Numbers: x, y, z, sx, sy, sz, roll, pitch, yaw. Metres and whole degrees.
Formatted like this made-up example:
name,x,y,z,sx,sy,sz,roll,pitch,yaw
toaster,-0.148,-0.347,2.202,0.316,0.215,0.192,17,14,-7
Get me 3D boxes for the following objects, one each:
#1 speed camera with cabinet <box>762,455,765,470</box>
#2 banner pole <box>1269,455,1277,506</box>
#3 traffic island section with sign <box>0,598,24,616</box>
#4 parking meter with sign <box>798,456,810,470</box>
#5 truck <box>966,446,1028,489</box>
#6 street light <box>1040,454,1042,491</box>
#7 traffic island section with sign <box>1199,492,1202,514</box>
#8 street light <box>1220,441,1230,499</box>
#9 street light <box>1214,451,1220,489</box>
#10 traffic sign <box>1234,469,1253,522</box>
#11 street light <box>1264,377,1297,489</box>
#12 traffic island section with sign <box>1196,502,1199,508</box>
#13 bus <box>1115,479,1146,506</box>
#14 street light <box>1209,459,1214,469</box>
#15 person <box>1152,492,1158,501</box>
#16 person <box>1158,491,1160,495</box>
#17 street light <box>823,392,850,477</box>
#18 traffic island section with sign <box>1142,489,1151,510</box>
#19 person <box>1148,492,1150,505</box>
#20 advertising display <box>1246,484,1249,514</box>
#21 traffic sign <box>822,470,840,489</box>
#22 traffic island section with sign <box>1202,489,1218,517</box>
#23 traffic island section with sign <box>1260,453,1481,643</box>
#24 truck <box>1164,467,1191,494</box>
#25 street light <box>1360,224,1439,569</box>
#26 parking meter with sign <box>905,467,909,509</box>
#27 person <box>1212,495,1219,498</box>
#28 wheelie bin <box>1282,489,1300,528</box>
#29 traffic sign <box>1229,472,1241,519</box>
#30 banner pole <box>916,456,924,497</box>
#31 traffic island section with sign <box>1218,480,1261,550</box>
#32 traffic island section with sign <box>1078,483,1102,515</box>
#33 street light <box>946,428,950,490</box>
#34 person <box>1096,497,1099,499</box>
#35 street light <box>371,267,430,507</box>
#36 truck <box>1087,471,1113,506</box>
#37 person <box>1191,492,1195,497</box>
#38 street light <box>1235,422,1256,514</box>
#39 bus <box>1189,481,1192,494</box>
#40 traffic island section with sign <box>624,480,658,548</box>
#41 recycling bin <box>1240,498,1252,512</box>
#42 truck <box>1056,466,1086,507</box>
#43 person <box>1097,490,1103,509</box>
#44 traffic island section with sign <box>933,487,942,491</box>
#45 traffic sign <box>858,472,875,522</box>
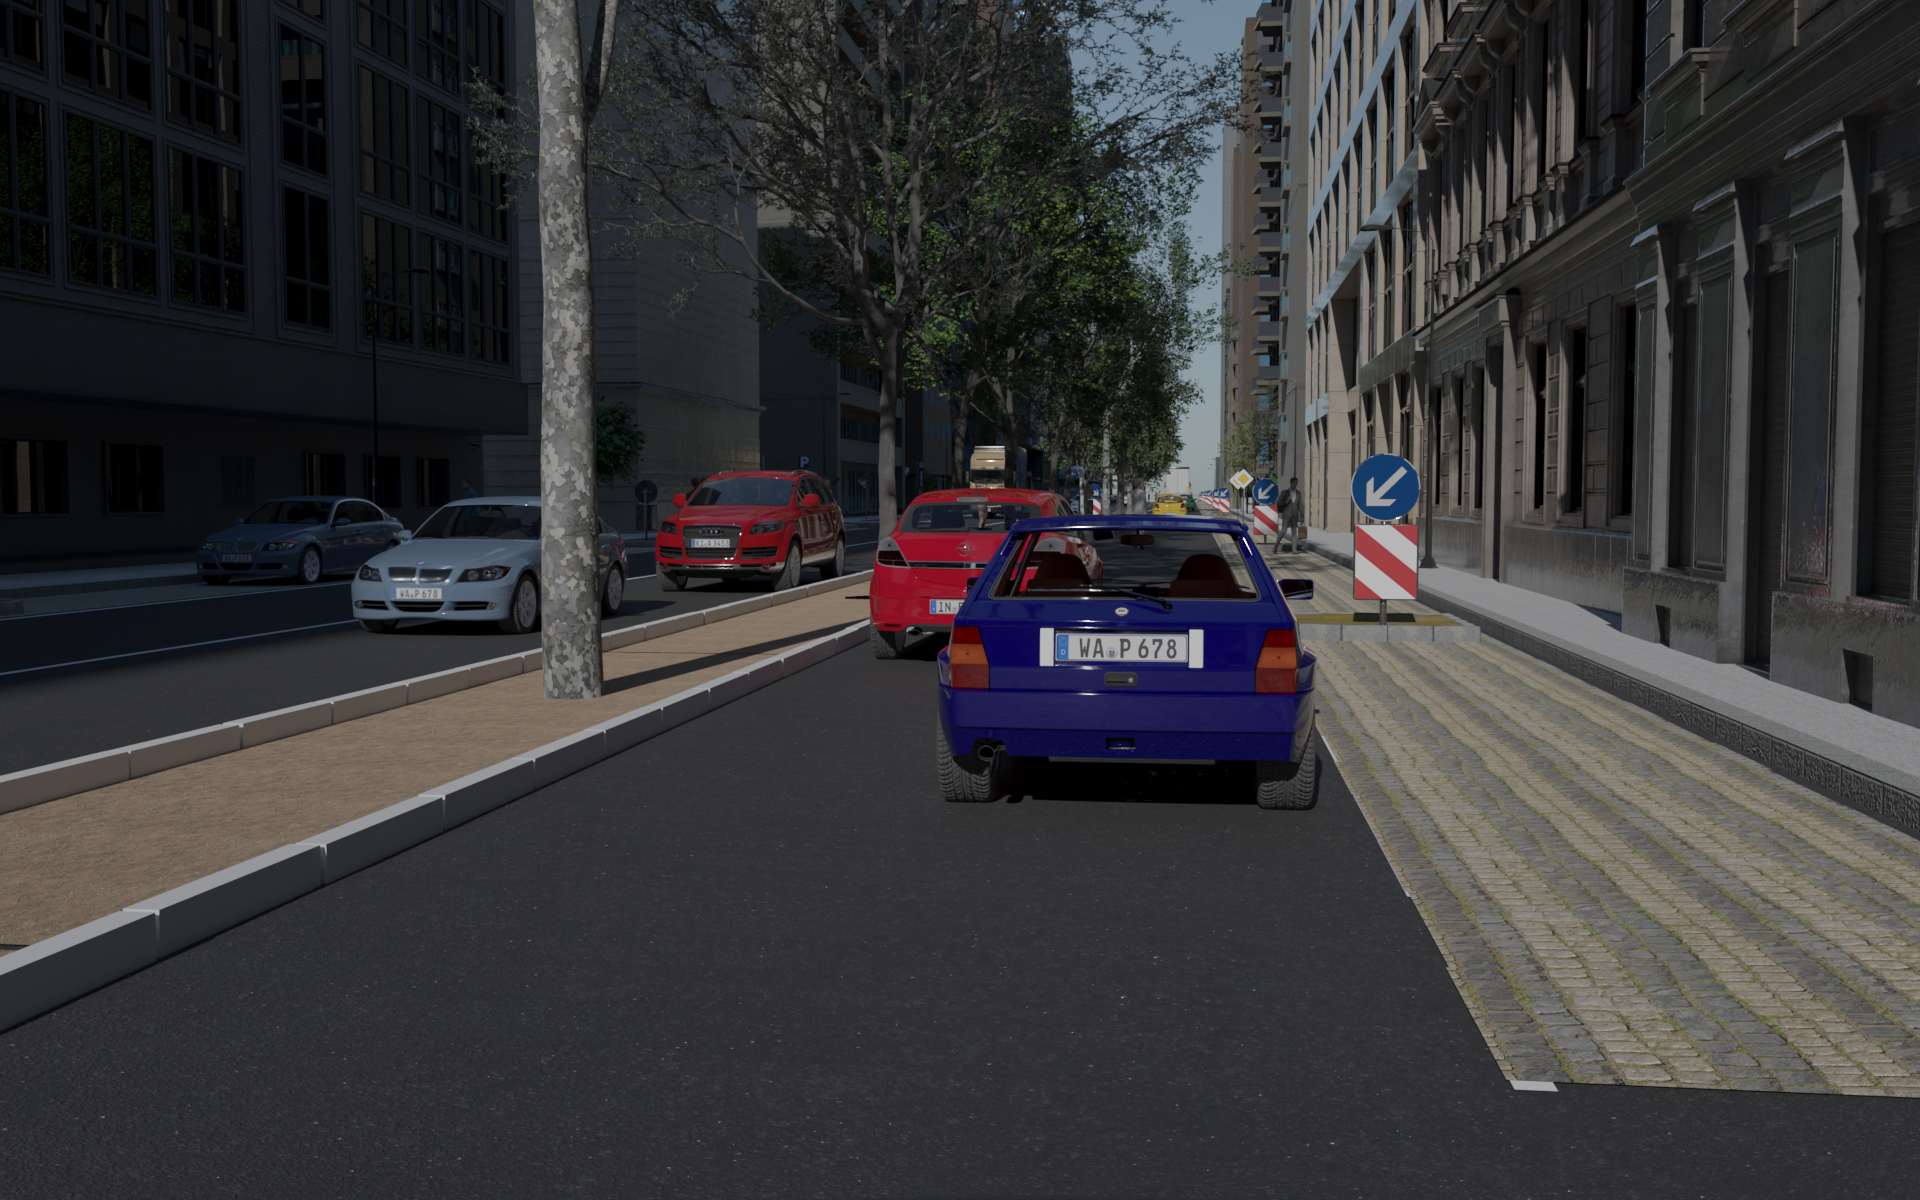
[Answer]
name,x,y,z,sx,sy,sz,roll,pitch,yaw
speed camera with cabinet,-9.234,-5.714,87.751,2.038,3.252,0.660,0,4,7
banner pole,20.002,-7.372,110.546,0.401,3.779,0.863,-2,4,-35
traffic island section with sign,-12.187,-0.709,20.216,1.989,1.847,2.006,0,4,8
parking meter with sign,-7.459,-5.116,79.909,0.543,3.016,1.738,-2,4,-25
truck,2.305,-6.974,102.930,2.839,4.237,11.283,0,4,7
street light,9.598,-13.588,194.711,1.470,5.913,1.316,0,4,8
traffic island section with sign,18.602,-7.189,126.170,1.989,1.847,2.006,0,4,8
street light,23.703,-10.934,151.305,1.470,5.913,1.316,0,4,8
street light,28.705,-13.199,188.338,1.470,5.913,1.316,0,4,8
traffic sign,11.306,-4.005,69.123,0.795,2.450,0.064,0,4,8
street light,12.781,-5.892,68.878,1.470,5.913,1.316,0,4,8
traffic island section with sign,25.288,-10.258,176.338,1.989,1.847,2.006,0,4,8
bus,20.479,-12.958,206.730,2.948,3.499,13.247,1,4,10
street light,33.818,-15.575,227.193,1.470,5.913,1.316,0,4,8
person,25.692,-13.354,227.558,1.217,1.743,0.721,-3,5,-39
person,24.533,-12.479,212.401,0.599,1.838,0.709,1,4,10
street light,-5.696,-6.531,79.326,1.470,5.913,1.316,0,4,8
traffic island section with sign,15.978,-8.805,152.095,2.006,1.907,1.989,0,4,8
person,24.477,-13.153,224.464,0.530,1.710,0.541,2,4,23
advertising display,18.789,-6.612,113.327,0.123,1.923,0.974,0,4,5
traffic sign,-5.338,-4.141,71.355,0.795,2.450,0.064,0,4,8
traffic island section with sign,15.043,-5.555,99.450,1.989,1.847,2.006,0,4,8
traffic island section with sign,4.135,-0.551,17.639,1.989,1.847,2.006,0,4,8
truck,23.081,-11.923,183.855,2.839,4.237,11.283,0,4,7
street light,7.568,-3.506,29.872,1.470,5.913,1.316,0,4,8
parking meter with sign,-4.154,-7.079,112.007,1.738,3.016,0.543,2,4,30
person,26.547,-10.489,180.540,0.990,1.755,0.434,-1,4,-16
wheelie bin,12.611,-3.557,66.061,0.693,1.594,0.980,0,4,5
traffic sign,12.362,-4.489,77.039,0.795,2.450,0.064,0,4,8
banner pole,-2.642,-7.548,113.425,0.401,3.779,0.863,3,5,43
traffic island section with sign,7.695,-2.186,44.376,1.989,1.847,2.006,0,4,8
traffic island section with sign,6.055,-4.249,77.612,2.006,1.907,1.989,0,4,8
street light,-0.377,-8.934,118.611,1.470,5.913,1.316,0,4,8
person,14.466,-10.597,182.681,0.541,1.710,0.530,-1,4,-9
street light,-11.543,-3.863,35.709,1.470,5.913,1.316,0,4,8
truck,16.866,-13.507,209.749,2.839,4.237,11.283,1,4,9
person,38.468,-17.068,287.564,1.348,1.823,0.705,-2,4,-34
street light,18.515,-8.524,111.903,1.470,5.913,1.316,0,4,8
bus,34.547,-17.010,269.660,2.896,3.916,12.252,1,4,9
traffic island section with sign,-8.629,-2.343,46.936,1.989,1.847,2.006,0,4,8
recycling bin,20.184,-6.698,122.061,0.722,1.027,0.722,0,4,-1
truck,11.369,-11.183,172.599,2.967,4.110,18.799,0,4,6
person,14.069,-9.885,170.208,1.350,1.814,0.705,1,4,19
traffic island section with sign,-1.297,-5.704,101.881,1.989,1.847,2.006,0,4,8
traffic sign,-4.283,-4.626,79.271,0.795,2.450,0.064,0,4,8
